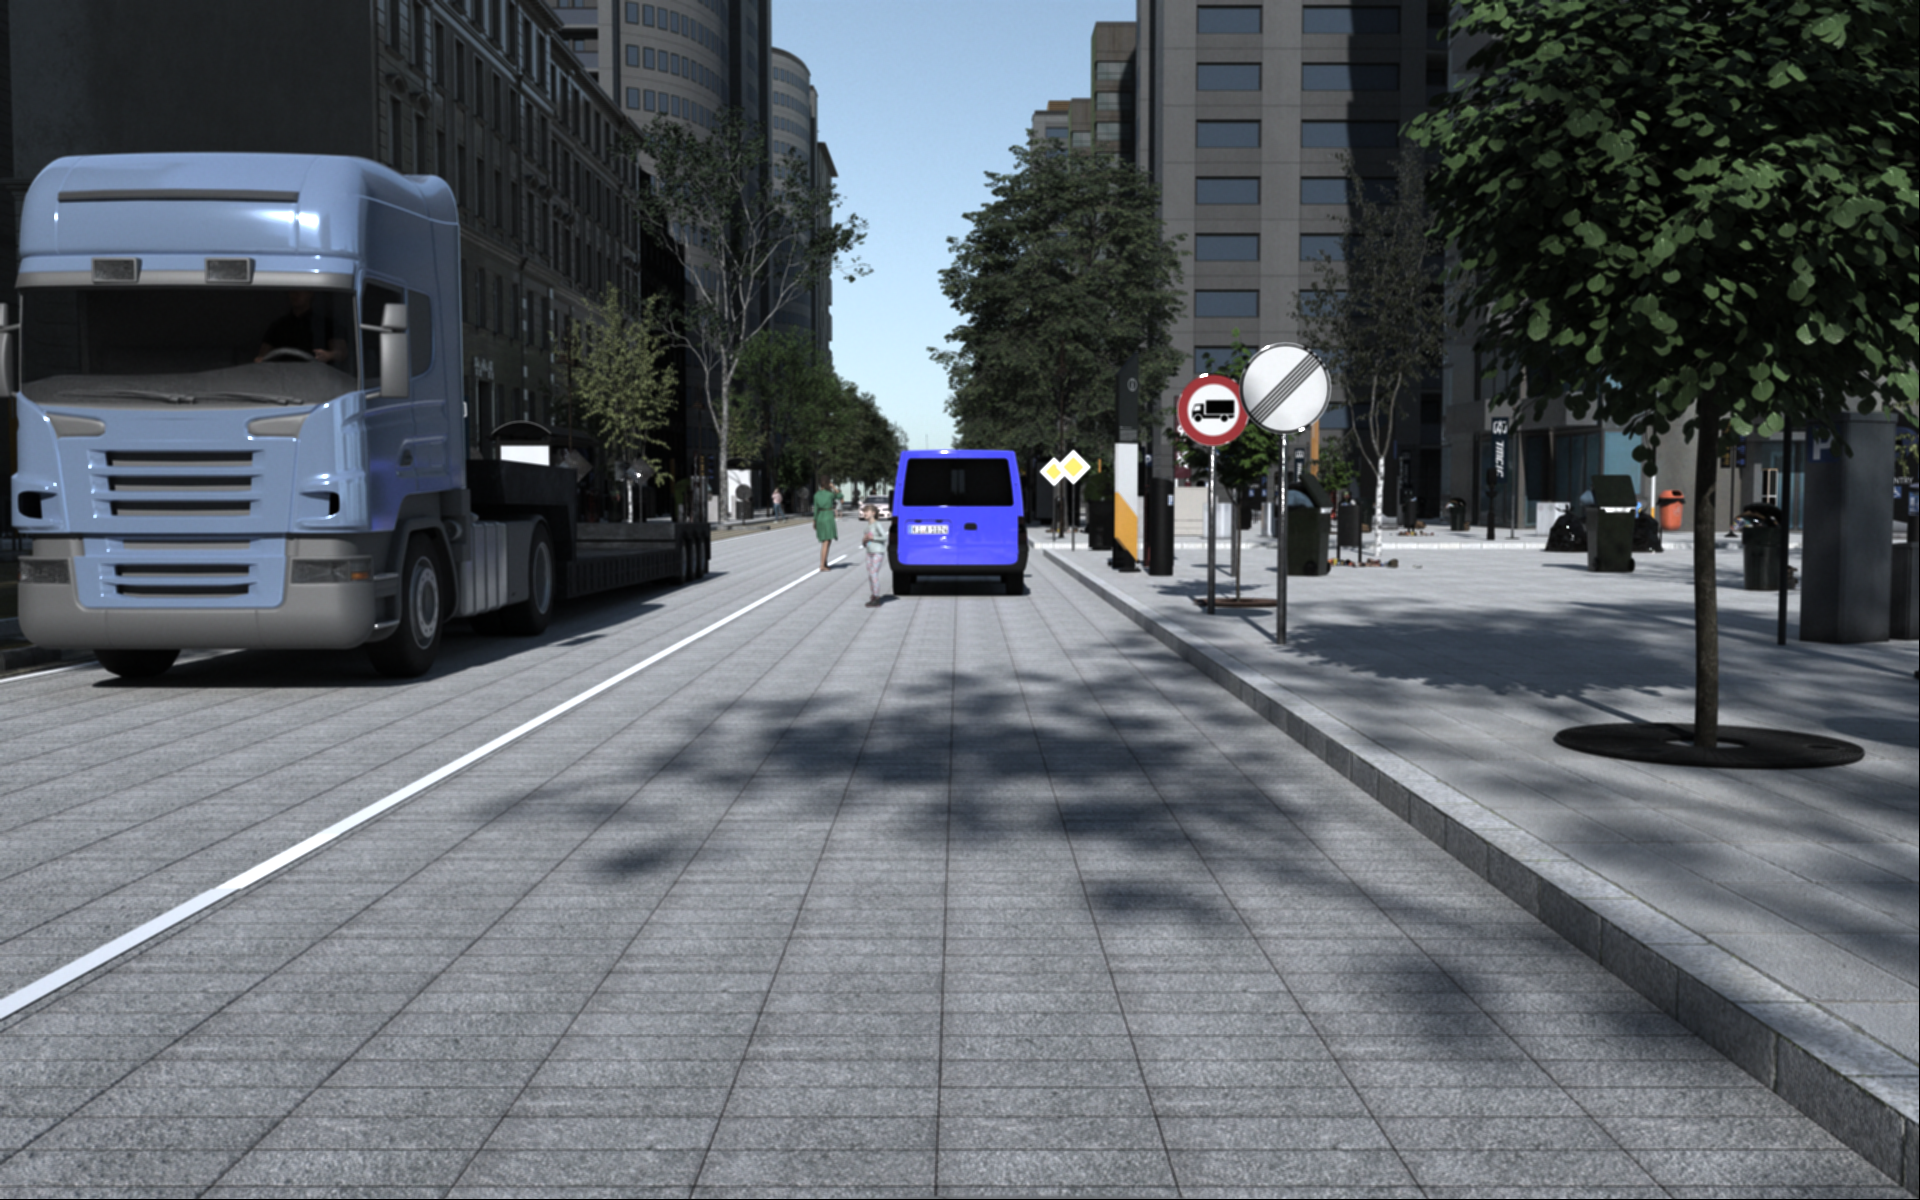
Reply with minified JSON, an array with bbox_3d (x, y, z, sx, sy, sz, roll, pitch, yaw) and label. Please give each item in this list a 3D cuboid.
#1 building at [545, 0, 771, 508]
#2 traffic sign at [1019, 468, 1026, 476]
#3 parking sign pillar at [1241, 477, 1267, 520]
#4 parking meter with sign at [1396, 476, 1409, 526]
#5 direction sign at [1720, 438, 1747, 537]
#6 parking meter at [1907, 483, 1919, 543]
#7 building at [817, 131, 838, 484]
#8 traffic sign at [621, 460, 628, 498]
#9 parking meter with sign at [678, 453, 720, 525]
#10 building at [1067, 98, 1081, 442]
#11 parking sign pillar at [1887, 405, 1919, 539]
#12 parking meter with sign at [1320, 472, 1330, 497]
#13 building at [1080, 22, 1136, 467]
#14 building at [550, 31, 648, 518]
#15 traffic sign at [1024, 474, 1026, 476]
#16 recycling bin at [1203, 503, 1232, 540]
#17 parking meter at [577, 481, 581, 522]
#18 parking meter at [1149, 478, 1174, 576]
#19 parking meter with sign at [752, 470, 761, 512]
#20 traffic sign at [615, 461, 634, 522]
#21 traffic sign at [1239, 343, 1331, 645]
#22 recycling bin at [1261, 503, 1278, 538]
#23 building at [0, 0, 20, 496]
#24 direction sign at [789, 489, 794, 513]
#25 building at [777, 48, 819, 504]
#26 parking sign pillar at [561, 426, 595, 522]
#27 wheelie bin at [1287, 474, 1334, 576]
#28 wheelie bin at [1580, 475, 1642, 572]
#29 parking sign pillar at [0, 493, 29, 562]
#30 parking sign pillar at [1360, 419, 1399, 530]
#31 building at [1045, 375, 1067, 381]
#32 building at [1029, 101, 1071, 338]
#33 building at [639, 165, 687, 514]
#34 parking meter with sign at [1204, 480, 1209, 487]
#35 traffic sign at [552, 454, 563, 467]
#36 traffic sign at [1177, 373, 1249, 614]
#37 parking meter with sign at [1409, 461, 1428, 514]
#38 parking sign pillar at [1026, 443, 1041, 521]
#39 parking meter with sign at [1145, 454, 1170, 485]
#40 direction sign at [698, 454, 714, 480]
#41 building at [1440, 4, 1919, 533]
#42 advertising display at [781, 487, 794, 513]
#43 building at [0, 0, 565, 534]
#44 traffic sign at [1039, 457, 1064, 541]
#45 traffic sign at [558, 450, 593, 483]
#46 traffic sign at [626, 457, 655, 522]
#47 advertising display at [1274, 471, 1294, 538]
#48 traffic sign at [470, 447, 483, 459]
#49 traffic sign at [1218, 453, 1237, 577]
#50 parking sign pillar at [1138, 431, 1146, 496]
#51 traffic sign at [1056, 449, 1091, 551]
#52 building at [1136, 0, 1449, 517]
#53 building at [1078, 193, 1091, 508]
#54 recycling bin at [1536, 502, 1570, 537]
[{"bbox_3d":[-29.723,-38.038,163.927,21.231,58.520,28.212,0,3,0],"label":"building"},{"bbox_3d":[3.553,-7.719,120.085,2.265,3.308,0.079,1,4,8],"label":"traffic sign"},{"bbox_3d":[14.604,-5.963,85.963,1.447,3.967,1.447,-3,5,-40],"label":"parking sign pillar"},{"bbox_3d":[17.122,-4.418,68.488,0.543,3.016,1.738,2,4,31],"label":"parking meter with sign"},{"bbox_3d":[22.982,-3.640,51.507,0.379,3.537,0.876,-2,4,-26],"label":"direction sign"},{"bbox_3d":[20.956,-1.804,37.910,0.372,1.533,0.369,0,3,0],"label":"parking meter"},{"bbox_3d":[-32.990,-40.698,254.651,28.713,52.752,27.495,0,3,0],"label":"building"},{"bbox_3d":[-12.428,-3.918,64.162,0.768,2.556,0.104,0,4,7],"label":"traffic sign"},{"bbox_3d":[-10.966,-4.682,72.810,1.738,3.016,0.543,0,4,-1],"label":"parking meter with sign"},{"bbox_3d":[18.235,-30.504,182.334,14.154,41.232,14.086,0,3,0],"label":"building"},{"bbox_3d":[27.048,-3.752,49.819,1.447,3.967,1.447,-2,4,-30],"label":"parking sign pillar"},{"bbox_3d":[14.709,-4.615,71.712,0.543,3.016,1.738,-2,4,-30],"label":"parking meter with sign"},{"bbox_3d":[18.480,-28.777,154.100,14.154,41.232,14.086,0,3,0],"label":"building"},{"bbox_3d":[-24.755,-18.012,91.753,12.463,27.353,25.104,0,3,0],"label":"building"},{"bbox_3d":[4.168,-6.378,104.386,0.768,2.556,0.104,0,4,4],"label":"traffic sign"},{"bbox_3d":[7.404,-2.249,49.320,0.722,1.027,0.722,3,5,45],"label":"recycling bin"},{"bbox_3d":[-14.717,-3.710,66.366,0.255,1.863,0.399,1,4,18],"label":"parking meter"},{"bbox_3d":[3.171,-1.153,27.270,0.372,1.533,0.369,0,3,0],"label":"parking meter"},{"bbox_3d":[-14.801,-7.635,121.098,1.738,3.016,0.543,1,4,12],"label":"parking meter with sign"},{"bbox_3d":[-10.312,-3.129,53.284,0.606,2.300,0.079,0,4,2],"label":"traffic sign"},{"bbox_3d":[2.739,-0.892,14.688,0.768,2.556,0.104,0,4,2],"label":"traffic sign"},{"bbox_3d":[9.380,-2.374,51.368,0.722,1.027,0.722,0,4,-7],"label":"recycling bin"},{"bbox_3d":[-47.801,-17.230,59.211,29.804,29.767,11.434,0,3,0],"label":"building"},{"bbox_3d":[-11.408,-7.635,116.825,0.379,3.537,0.876,-2,4,-32],"label":"direction sign"},{"bbox_3d":[-30.196,-41.876,226.674,21.231,58.520,28.212,0,3,0],"label":"building"},{"bbox_3d":[-15.065,-4.877,68.212,1.447,3.967,1.447,1,4,19],"label":"parking sign pillar"},{"bbox_3d":[5.446,-1.184,27.274,0.693,1.594,0.980,2,4,31],"label":"wheelie bin"},{"bbox_3d":[10.697,-1.265,28.584,0.980,1.594,0.693,0,4,0],"label":"wheelie bin"},{"bbox_3d":[-18.561,-2.717,32.891,1.447,3.967,1.447,-2,4,-35],"label":"parking sign pillar"},{"bbox_3d":[15.122,-4.530,62.538,1.447,3.967,1.447,-3,5,-44],"label":"parking sign pillar"},{"bbox_3d":[25.601,-24.024,237.836,27.650,21.520,28.899,0,3,0],"label":"building"},{"bbox_3d":[21.132,-44.289,266.115,21.231,58.520,28.212,0,3,0],"label":"building"},{"bbox_3d":[-25.229,-17.299,112.520,12.332,23.373,15.834,0,3,0],"label":"building"},{"bbox_3d":[12.577,-5.581,87.507,0.543,3.016,1.738,1,4,18],"label":"parking meter with sign"},{"bbox_3d":[-12.914,-3.389,55.509,0.768,2.556,0.104,1,4,10],"label":"traffic sign"},{"bbox_3d":[2.682,-1.120,18.411,0.768,2.556,0.104,0,4,3],"label":"traffic sign"},{"bbox_3d":[23.928,-5.856,92.004,1.738,3.016,0.543,1,4,15],"label":"parking meter with sign"},{"bbox_3d":[3.483,-5.815,83.550,1.447,3.967,1.447,0,4,-7],"label":"parking sign pillar"},{"bbox_3d":[8.710,-4.828,75.199,0.543,3.016,1.738,-3,4,-39],"label":"parking meter with sign"},{"bbox_3d":[-14.399,-6.499,98.252,0.876,3.537,0.379,-1,4,-19],"label":"direction sign"},{"bbox_3d":[34.216,-27.311,66.146,30.456,49.044,23.786,0,3,0],"label":"building"},{"bbox_3d":[-11.727,-6.879,117.681,0.974,1.923,0.123,-2,4,-33],"label":"advertising display"},{"bbox_3d":[-24.019,-16.459,66.373,12.463,27.353,25.104,0,3,0],"label":"building"},{"bbox_3d":[2.544,-2.647,46.920,0.795,2.450,0.064,0,3,0],"label":"traffic sign"},{"bbox_3d":[-8.650,-2.160,38.954,0.795,2.450,0.064,0,3,0],"label":"traffic sign"},{"bbox_3d":[-8.651,-2.648,46.939,0.795,2.450,0.064,0,3,0],"label":"traffic sign"},{"bbox_3d":[9.292,-2.721,49.705,0.123,1.923,0.974,-1,4,-17],"label":"advertising display"},{"bbox_3d":[-13.127,-2.825,46.294,0.768,2.556,0.104,0,4,3],"label":"traffic sign"},{"bbox_3d":[4.242,-1.631,26.770,0.768,2.556,0.104,1,4,9],"label":"traffic sign"},{"bbox_3d":[7.023,-5.051,71.064,1.447,3.967,1.447,-3,4,-38],"label":"parking sign pillar"},{"bbox_3d":[2.544,-2.159,38.935,0.795,2.450,0.064,0,3,0],"label":"traffic sign"},{"bbox_3d":[21.345,-34.494,105.980,21.231,58.520,28.212,0,3,0],"label":"building"},{"bbox_3d":[18.367,-24.269,168.498,14.160,30.474,14.107,0,3,0],"label":"building"},{"bbox_3d":[17.899,-2.430,52.288,0.722,1.027,0.722,-3,4,-37],"label":"recycling bin"}]
